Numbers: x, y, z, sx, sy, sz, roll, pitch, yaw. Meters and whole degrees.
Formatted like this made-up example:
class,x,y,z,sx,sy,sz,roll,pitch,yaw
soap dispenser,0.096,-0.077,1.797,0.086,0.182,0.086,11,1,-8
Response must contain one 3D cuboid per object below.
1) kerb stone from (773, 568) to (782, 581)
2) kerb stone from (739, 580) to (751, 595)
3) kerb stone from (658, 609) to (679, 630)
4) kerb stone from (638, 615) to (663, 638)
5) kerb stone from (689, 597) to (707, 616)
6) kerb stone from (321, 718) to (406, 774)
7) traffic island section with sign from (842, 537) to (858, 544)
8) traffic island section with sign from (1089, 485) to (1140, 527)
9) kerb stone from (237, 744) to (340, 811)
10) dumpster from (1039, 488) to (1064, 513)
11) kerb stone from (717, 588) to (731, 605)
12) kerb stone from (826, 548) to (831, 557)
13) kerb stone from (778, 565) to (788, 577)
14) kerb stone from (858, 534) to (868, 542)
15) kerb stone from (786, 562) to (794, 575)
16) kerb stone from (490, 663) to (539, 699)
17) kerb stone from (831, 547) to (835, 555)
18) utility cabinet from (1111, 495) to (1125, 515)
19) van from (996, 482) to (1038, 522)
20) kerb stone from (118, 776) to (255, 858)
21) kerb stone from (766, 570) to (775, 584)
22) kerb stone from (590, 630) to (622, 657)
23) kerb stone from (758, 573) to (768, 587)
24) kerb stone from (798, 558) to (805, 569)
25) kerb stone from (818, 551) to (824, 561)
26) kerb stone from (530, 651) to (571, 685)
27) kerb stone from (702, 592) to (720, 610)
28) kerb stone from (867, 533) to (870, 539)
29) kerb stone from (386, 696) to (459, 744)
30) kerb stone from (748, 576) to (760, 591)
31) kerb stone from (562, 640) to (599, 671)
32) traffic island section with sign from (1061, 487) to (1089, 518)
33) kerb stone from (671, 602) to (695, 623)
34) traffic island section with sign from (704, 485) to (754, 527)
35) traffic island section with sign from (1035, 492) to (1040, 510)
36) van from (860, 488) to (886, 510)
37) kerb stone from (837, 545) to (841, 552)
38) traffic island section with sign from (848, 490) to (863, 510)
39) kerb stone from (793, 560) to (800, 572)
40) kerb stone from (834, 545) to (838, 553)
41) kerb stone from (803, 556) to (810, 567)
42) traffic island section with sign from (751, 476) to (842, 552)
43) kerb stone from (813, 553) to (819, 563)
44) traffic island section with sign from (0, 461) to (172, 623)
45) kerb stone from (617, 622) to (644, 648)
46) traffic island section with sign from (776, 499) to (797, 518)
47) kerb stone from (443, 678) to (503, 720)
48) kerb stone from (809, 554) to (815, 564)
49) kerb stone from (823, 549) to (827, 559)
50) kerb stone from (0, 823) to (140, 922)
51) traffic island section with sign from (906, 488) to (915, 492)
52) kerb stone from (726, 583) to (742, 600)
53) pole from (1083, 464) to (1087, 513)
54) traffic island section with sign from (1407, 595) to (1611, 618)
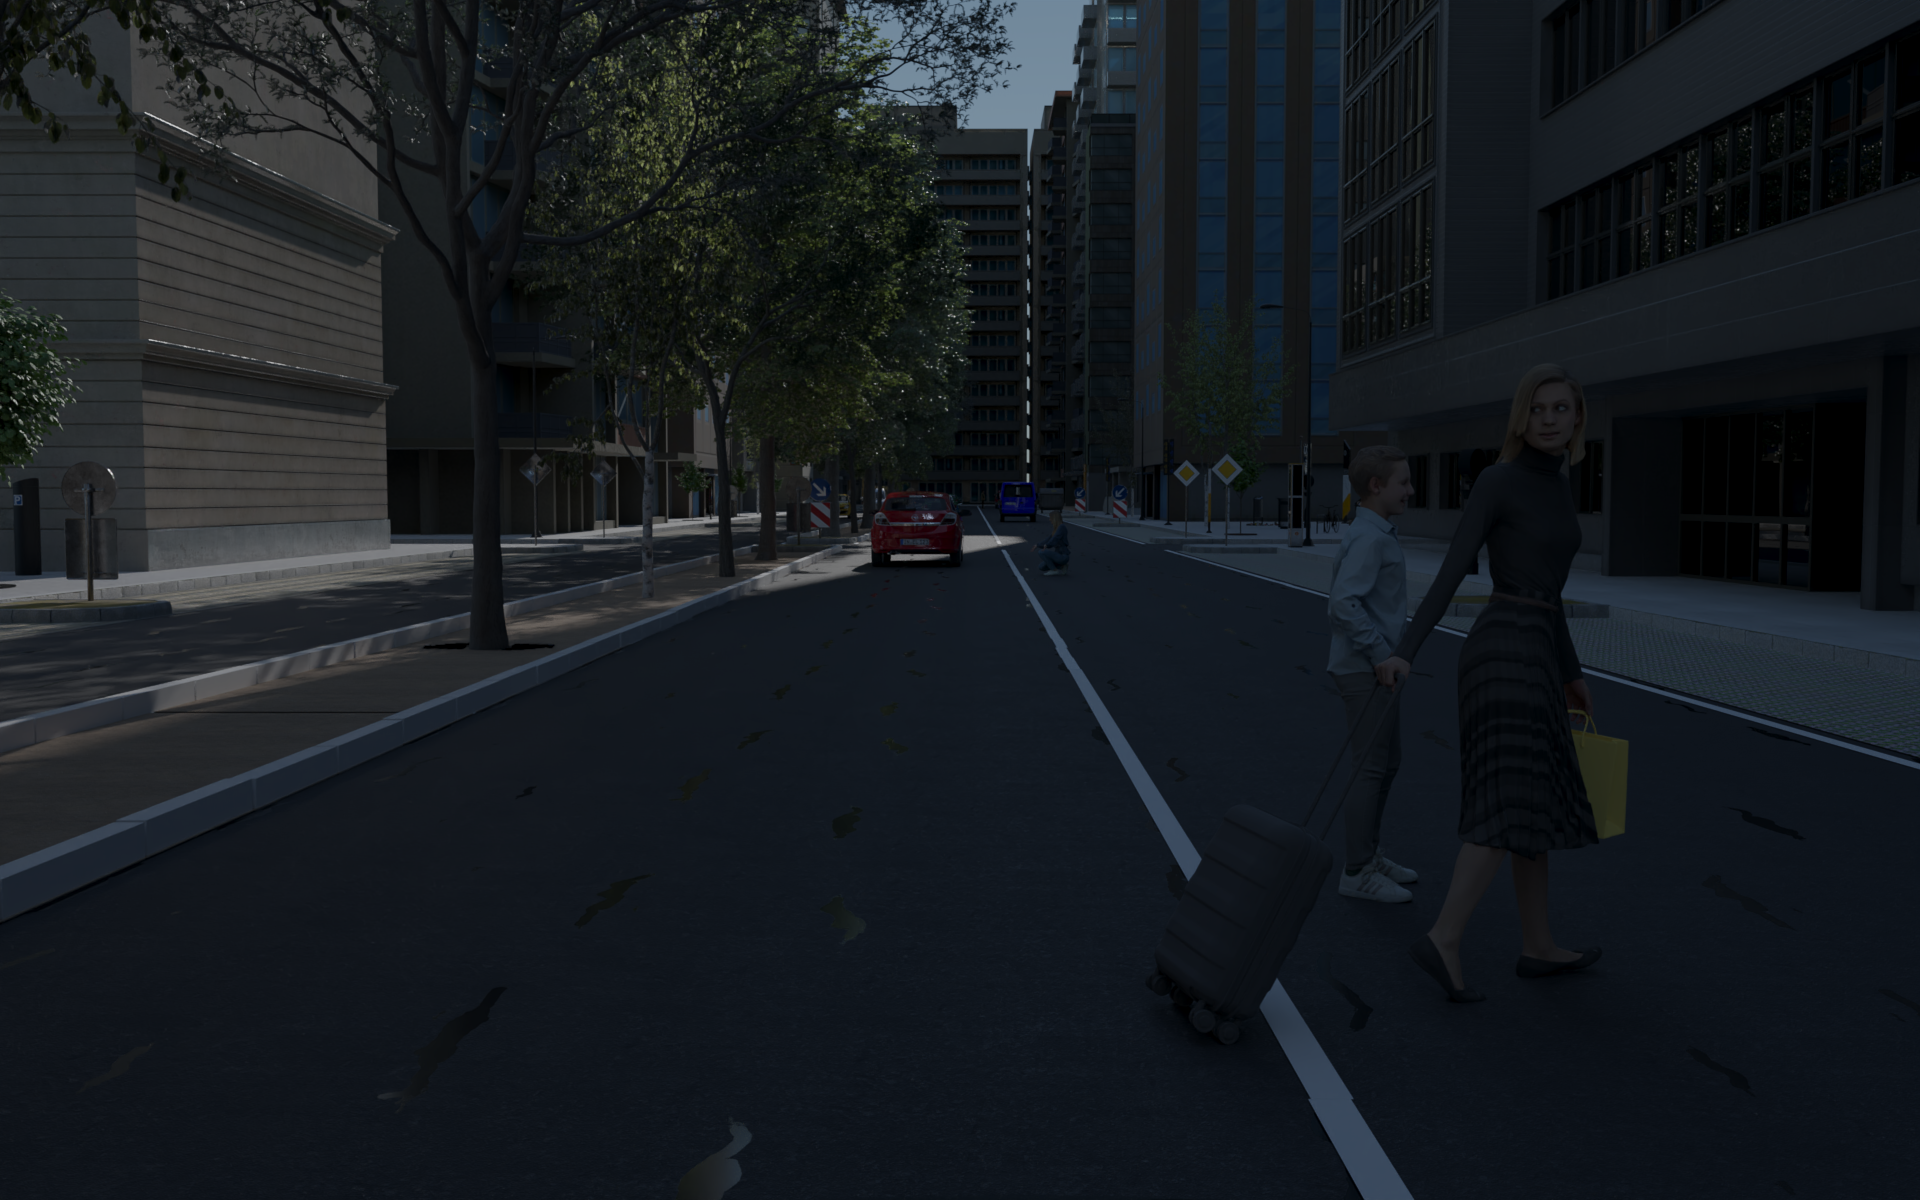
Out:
class,x,y,z,sx,sy,sz,roll,pitch,yaw
kerb stone,-3.117,-0.399,28.825,0.120,0.150,1.000,0,4,0
kerb stone,-3.146,-0.154,24.726,0.120,0.150,1.000,0,4,0
kerb stone,-3.182,0.231,18.578,0.120,0.150,1.000,0,4,0
kerb stone,-3.190,0.288,17.555,0.120,0.150,1.000,0,4,0
kerb stone,-3.175,0.096,20.623,0.120,0.150,1.000,0,4,0
kerb stone,-3.233,0.789,9.356,0.120,0.150,1.000,0,4,0
traffic island section with sign,-4.031,-2.594,50.547,2.006,1.907,1.989,0,4,0
traffic island section with sign,6.813,-4.100,75.663,1.989,1.847,2.006,0,4,0
kerb stone,-3.241,0.852,8.334,0.120,0.150,1.000,0,4,0
dumpster,6.785,-7.368,128.675,1.865,1.857,1.264,0,4,0
kerb stone,-3.157,-0.023,22.667,0.120,0.150,1.000,0,4,0
kerb stone,-3.066,-1.030,39.090,0.120,0.150,1.000,0,4,0
kerb stone,-3.116,-0.469,29.857,0.120,0.150,1.000,0,4,0
kerb stone,-2.976,-1.881,52.953,0.120,0.150,1.000,0,4,0
kerb stone,-3.112,-0.531,30.879,0.120,0.150,1.000,0,4,0
kerb stone,-3.227,0.597,12.435,0.120,0.150,1.000,0,4,0
kerb stone,-3.060,-1.096,40.120,0.120,0.150,1.000,0,4,0
utility cabinet,9.450,-5.800,103.509,0.318,1.500,1.173,-1,4,-23
van,3.004,-5.253,90.268,2.240,2.365,5.245,0,4,1
kerb stone,-3.255,0.910,7.311,0.120,0.150,1.000,0,4,0
kerb stone,-3.124,-0.343,27.803,0.120,0.150,1.000,0,4,0
kerb stone,-3.207,0.410,15.503,0.120,0.150,1.000,0,4,0
kerb stone,-3.130,-0.277,26.780,0.120,0.150,1.000,0,4,0
kerb stone,-3.105,-0.654,32.935,0.120,0.150,1.000,0,4,0
kerb stone,-3.073,-0.908,37.041,0.120,0.150,1.000,0,4,0
kerb stone,-3.215,0.537,13.459,0.120,0.150,1.000,0,4,0
kerb stone,-3.166,0.034,21.645,0.120,0.150,1.000,0,4,0
kerb stone,-2.973,-1.941,53.981,0.120,0.150,1.000,0,4,0
kerb stone,-3.233,0.722,10.391,0.120,0.150,1.000,0,4,0
kerb stone,-3.135,-0.216,25.756,0.120,0.150,1.000,0,4,0
kerb stone,-3.210,0.474,14.481,0.120,0.150,1.000,0,4,0
traffic island section with sign,6.958,-5.749,102.618,1.989,1.847,2.006,0,4,0
kerb stone,-3.173,0.159,19.599,0.120,0.150,1.000,0,4,0
traffic island section with sign,-10.019,-4.092,75.530,1.989,1.847,2.006,0,4,0
traffic island section with sign,7.430,-10.486,180.081,1.989,1.847,2.006,0,4,0
van,-5.854,-6.889,119.644,2.013,2.044,4.112,0,4,-1
kerb stone,-3.045,-1.213,42.168,0.120,0.150,1.000,0,4,0
traffic island section with sign,-9.569,-8.856,153.429,1.989,1.847,2.006,0,4,0
kerb stone,-3.105,-0.594,31.907,0.120,0.150,1.000,0,4,0
kerb stone,-3.049,-1.154,41.142,0.120,0.150,1.000,0,4,0
kerb stone,-3.093,-0.720,33.962,0.120,0.150,1.000,0,4,0
traffic island section with sign,-4.084,-2.141,43.140,2.006,1.907,1.989,0,4,0
kerb stone,-3.080,-0.845,36.016,0.120,0.150,1.000,0,4,0
traffic island section with sign,-10.344,-0.698,20.048,1.989,1.847,2.006,0,4,0
kerb stone,-3.194,0.348,16.529,0.120,0.150,1.000,0,4,0
traffic island section with sign,-9.853,-5.756,102.738,1.989,1.847,2.006,0,4,0
kerb stone,-3.226,0.659,11.413,0.120,0.150,1.000,0,4,0
kerb stone,-3.089,-0.781,34.984,0.120,0.150,1.000,0,4,0
kerb stone,-3.071,-0.967,38.069,0.120,0.150,1.000,0,4,0
kerb stone,-3.258,0.977,6.290,0.120,0.150,1.000,0,4,0
traffic island section with sign,-3.598,-7.190,125.685,2.006,1.907,1.989,0,4,0
kerb stone,-3.150,-0.092,23.694,0.120,0.150,1.000,0,4,0
pole,8.569,-7.628,118.560,0.158,3.312,0.155,0,3,0
traffic island section with sign,6.488,-0.746,20.832,1.989,1.847,2.006,0,4,0
